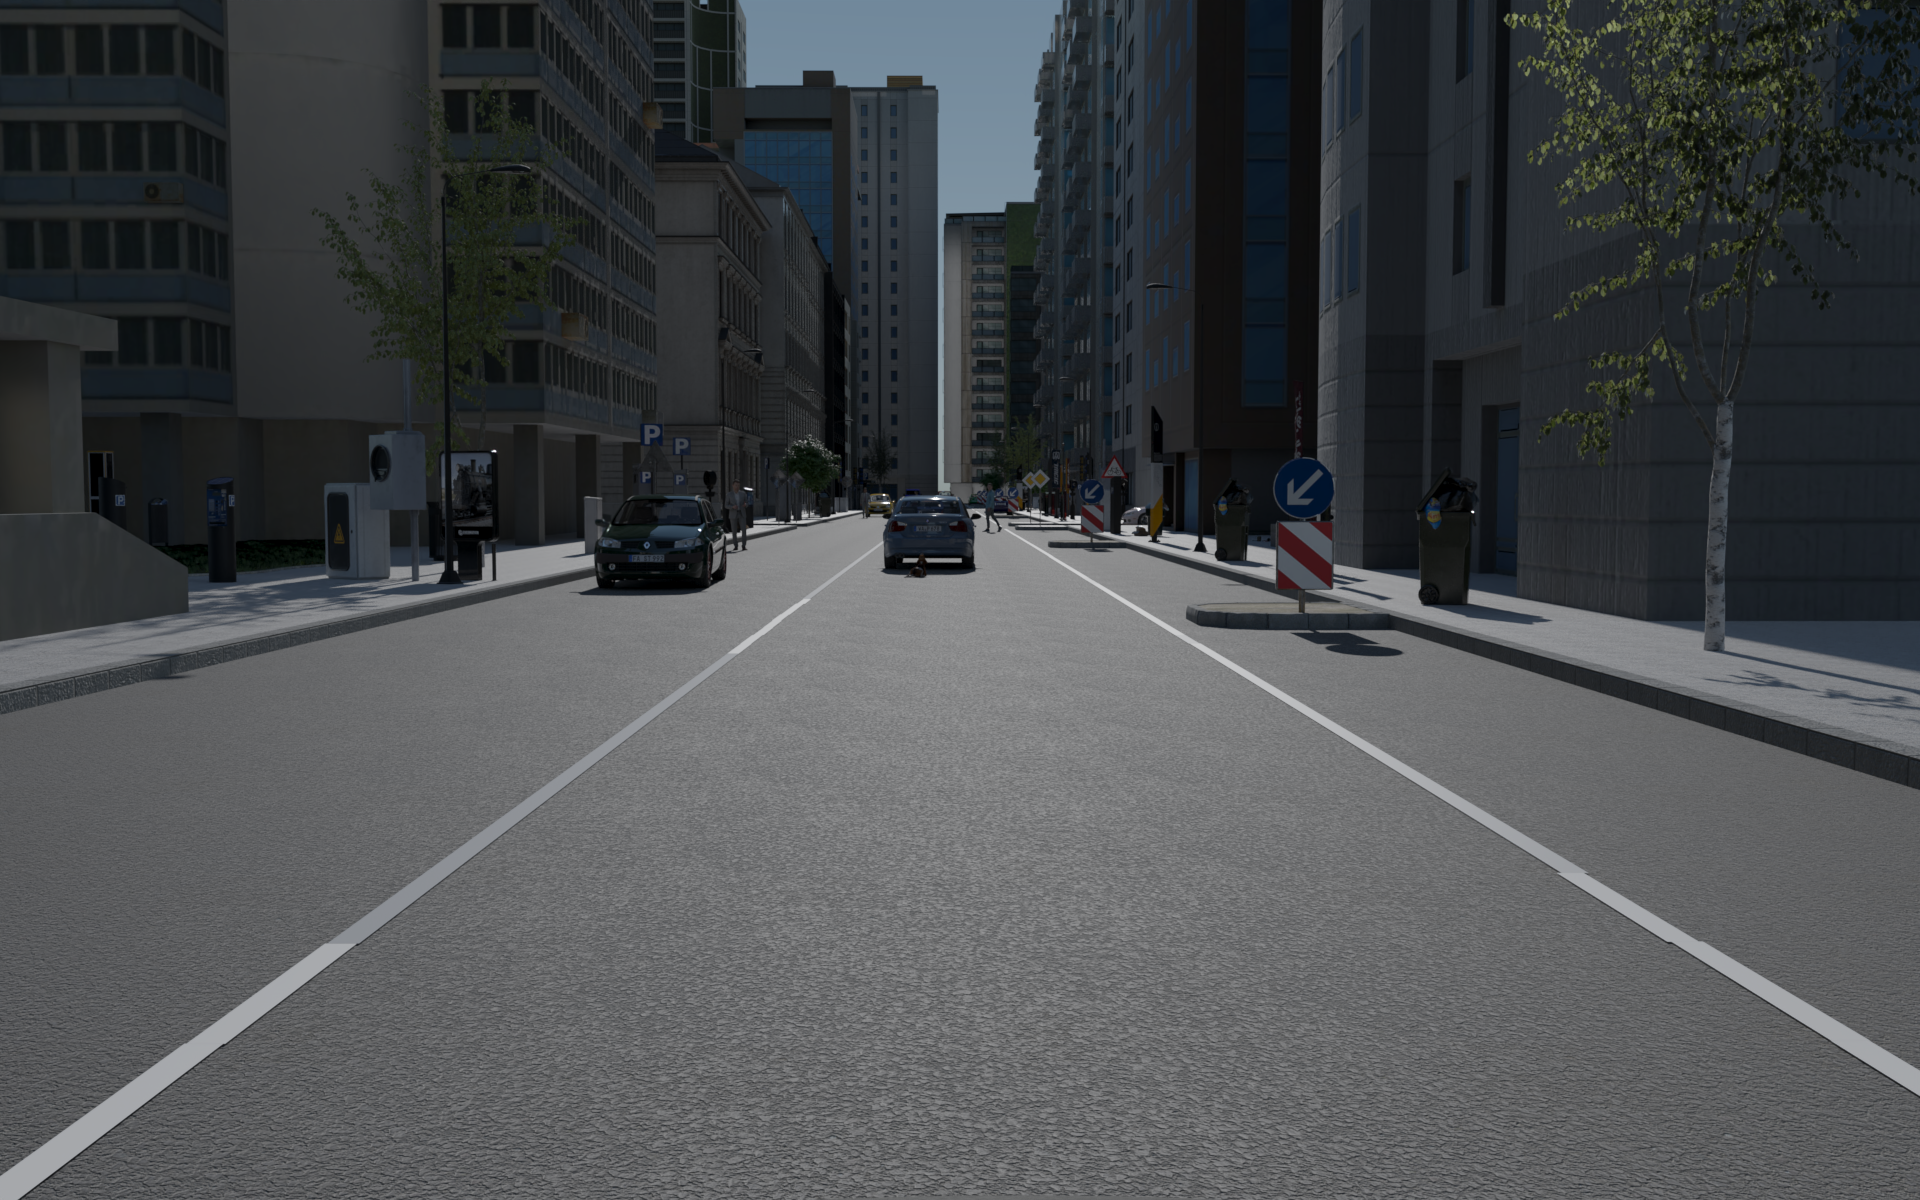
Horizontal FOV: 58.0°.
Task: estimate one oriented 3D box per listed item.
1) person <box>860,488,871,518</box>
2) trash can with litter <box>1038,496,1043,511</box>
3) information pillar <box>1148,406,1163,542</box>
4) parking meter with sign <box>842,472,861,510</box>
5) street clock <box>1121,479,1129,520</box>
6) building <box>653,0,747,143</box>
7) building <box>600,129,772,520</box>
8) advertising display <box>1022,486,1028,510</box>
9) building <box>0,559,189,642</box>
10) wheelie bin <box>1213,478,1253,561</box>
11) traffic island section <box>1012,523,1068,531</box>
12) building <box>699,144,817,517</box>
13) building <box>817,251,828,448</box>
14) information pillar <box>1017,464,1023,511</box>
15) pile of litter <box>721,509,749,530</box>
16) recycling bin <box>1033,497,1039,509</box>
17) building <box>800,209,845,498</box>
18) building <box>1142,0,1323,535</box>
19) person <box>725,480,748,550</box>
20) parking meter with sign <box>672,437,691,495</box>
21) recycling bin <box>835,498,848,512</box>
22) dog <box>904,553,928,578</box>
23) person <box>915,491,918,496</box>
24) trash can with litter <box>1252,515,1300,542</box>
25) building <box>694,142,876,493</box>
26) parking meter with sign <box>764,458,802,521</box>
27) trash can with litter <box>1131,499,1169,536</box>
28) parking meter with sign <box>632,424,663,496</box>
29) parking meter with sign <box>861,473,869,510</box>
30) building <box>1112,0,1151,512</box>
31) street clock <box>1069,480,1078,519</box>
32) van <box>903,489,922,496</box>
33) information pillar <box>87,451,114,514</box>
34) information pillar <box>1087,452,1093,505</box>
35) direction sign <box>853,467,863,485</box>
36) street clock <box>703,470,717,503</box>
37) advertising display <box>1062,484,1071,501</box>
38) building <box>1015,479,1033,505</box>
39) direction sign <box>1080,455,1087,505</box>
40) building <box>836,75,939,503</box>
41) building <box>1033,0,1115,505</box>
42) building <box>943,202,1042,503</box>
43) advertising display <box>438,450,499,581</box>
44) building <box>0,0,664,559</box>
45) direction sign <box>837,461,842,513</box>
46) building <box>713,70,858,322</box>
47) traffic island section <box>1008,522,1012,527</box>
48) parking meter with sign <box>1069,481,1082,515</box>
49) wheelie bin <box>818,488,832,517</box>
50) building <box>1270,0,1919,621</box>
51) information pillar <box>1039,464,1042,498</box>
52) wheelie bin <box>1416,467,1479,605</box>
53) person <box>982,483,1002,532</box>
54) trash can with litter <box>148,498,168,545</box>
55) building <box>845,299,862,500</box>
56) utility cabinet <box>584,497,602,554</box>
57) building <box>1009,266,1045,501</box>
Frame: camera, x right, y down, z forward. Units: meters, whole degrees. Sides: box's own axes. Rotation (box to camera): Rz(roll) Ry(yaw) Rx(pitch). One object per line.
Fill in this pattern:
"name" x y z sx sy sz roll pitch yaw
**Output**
"person" -5.602 -5.749 102.778 0.678 1.792 0.850 0 4 3
"trash can with litter" 6.362 -7.217 129.392 1.055 1.170 0.624 1 4 8
"information pillar" 5.230 -3.349 46.109 0.183 3.616 0.504 3 4 38
"parking meter with sign" -8.852 -8.526 135.660 1.738 3.016 0.543 0 4 7
"street clock" 8.016 -4.916 84.941 0.471 2.002 0.358 1 4 19
"building" -41.544 -49.413 246.147 20.611 71.187 20.563 0 4 0
"building" -15.757 -13.667 88.086 10.561 19.102 19.286 0 4 0
"advertising display" 4.932 -7.951 135.205 0.974 1.923 0.123 -3 5 -43
"building" -24.427 -19.489 10.532 32.217 40.220 23.993 0 4 0
"wheelie bin" 5.281 -1.563 33.463 0.693 1.594 0.980 1 4 19
"traffic island section" 3.228 -2.880 69.363 2.009 0.180 2.903 0 4 0
"building" -14.607 -15.762 106.853 9.793 20.994 18.267 0 4 0
"building" -15.012 -16.880 125.147 9.793 20.994 18.267 0 4 0
"information pillar" 4.540 -8.587 131.745 0.504 3.616 0.183 2 4 34
"pile of litter" -8.191 -2.973 62.571 1.176 0.858 1.719 1 4 8
"recycling bin" 6.857 -8.494 151.428 0.722 1.027 0.722 -2 4 -34
"building" -16.106 -19.156 142.882 12.332 23.373 15.834 0 4 0
"building" 14.042 -25.025 59.272 14.600 45.320 14.200 0 4 0
"person" -5.660 -2.166 44.119 0.606 1.804 0.583 -1 4 -21
"parking meter with sign" -8.501 -3.443 52.560 0.543 3.016 1.738 0 4 -4
"recycling bin" -8.339 -6.736 122.681 0.722 1.027 0.722 0 4 7
"dog" -0.788 -0.602 30.043 0.748 0.427 0.550 -2 4 -34
"person" -3.487 -7.819 137.338 0.522 1.701 0.512 0 4 3
"trash can with litter" 8.752 -2.185 46.774 2.233 1.210 1.678 1 4 18
"building" -25.328 -34.259 214.763 28.867 44.769 22.147 0 4 0
"parking meter with sign" -8.467 -5.313 83.129 1.738 3.016 0.543 -2 4 -25
"trash can with litter" 5.783 -2.529 52.739 1.055 1.170 0.624 -2 4 -31
"parking meter with sign" -7.962 -2.902 43.712 0.543 3.016 1.738 -1 4 -23
"parking meter with sign" -8.319 -8.863 141.163 1.738 3.016 0.543 -3 4 -38
"building" 19.084 -39.770 88.490 20.611 71.187 20.563 0 4 0
"street clock" 5.698 -5.080 87.634 0.471 2.002 0.358 3 4 38
"van" -5.732 -12.627 210.841 2.240 2.365 5.245 0 4 -1
"information pillar" -14.666 -1.536 29.610 0.304 2.012 0.304 0 4 -1
"information pillar" 7.220 -6.421 96.334 0.183 3.616 0.504 -2 4 -35
"direction sign" -8.607 -9.456 146.607 0.876 3.537 0.379 -1 4 -13
"street clock" -7.680 -2.977 53.246 0.358 2.002 0.471 -3 4 -37
"advertising display" 6.872 -6.451 110.684 0.123 1.923 0.974 -3 4 -37
"building" 22.715 -31.091 200.226 32.217 40.220 23.993 0 4 0
"direction sign" 7.272 -6.680 101.219 0.379 3.537 0.876 -2 4 -32
"building" -17.137 -43.126 247.105 28.212 58.520 21.231 0 4 0
"building" 18.845 -33.832 172.755 23.786 49.044 30.456 0 4 0
"building" 4.591 -34.289 244.227 14.086 41.232 14.154 0 4 0
"advertising display" -7.289 -1.254 25.715 0.974 1.923 0.123 1 4 20
"building" -21.717 -21.964 50.991 23.993 40.220 32.217 0 4 0
"direction sign" -8.173 -7.682 117.597 0.379 3.537 0.876 1 4 12
"building" -18.317 -32.874 187.602 14.600 45.320 14.200 0 4 0
"traffic island section" 3.171 -3.368 77.348 2.009 0.180 2.903 0 4 0
"parking meter with sign" 7.012 -6.605 104.248 0.543 3.016 1.738 -2 4 -32
"wheelie bin" -7.616 -5.479 97.496 0.693 1.594 0.980 -1 4 -17
"building" 17.318 -29.831 29.740 21.231 58.520 28.212 0 4 0
"information pillar" 6.224 -8.714 133.824 0.183 3.616 0.504 1 4 13
"wheelie bin" 5.695 -0.755 20.245 0.693 1.594 0.980 1 4 18
"person" 1.215 -3.498 65.549 0.748 1.841 0.638 1 4 9
"trash can with litter" -15.300 -1.390 33.788 1.678 1.210 2.233 1 4 9
"building" -24.044 -19.678 166.778 27.650 21.520 28.899 0 4 0
"utility cabinet" -7.944 -1.615 37.572 0.306 1.237 1.020 0 4 -6
"building" 13.182 -27.387 219.471 14.160 30.474 14.107 0 4 0
